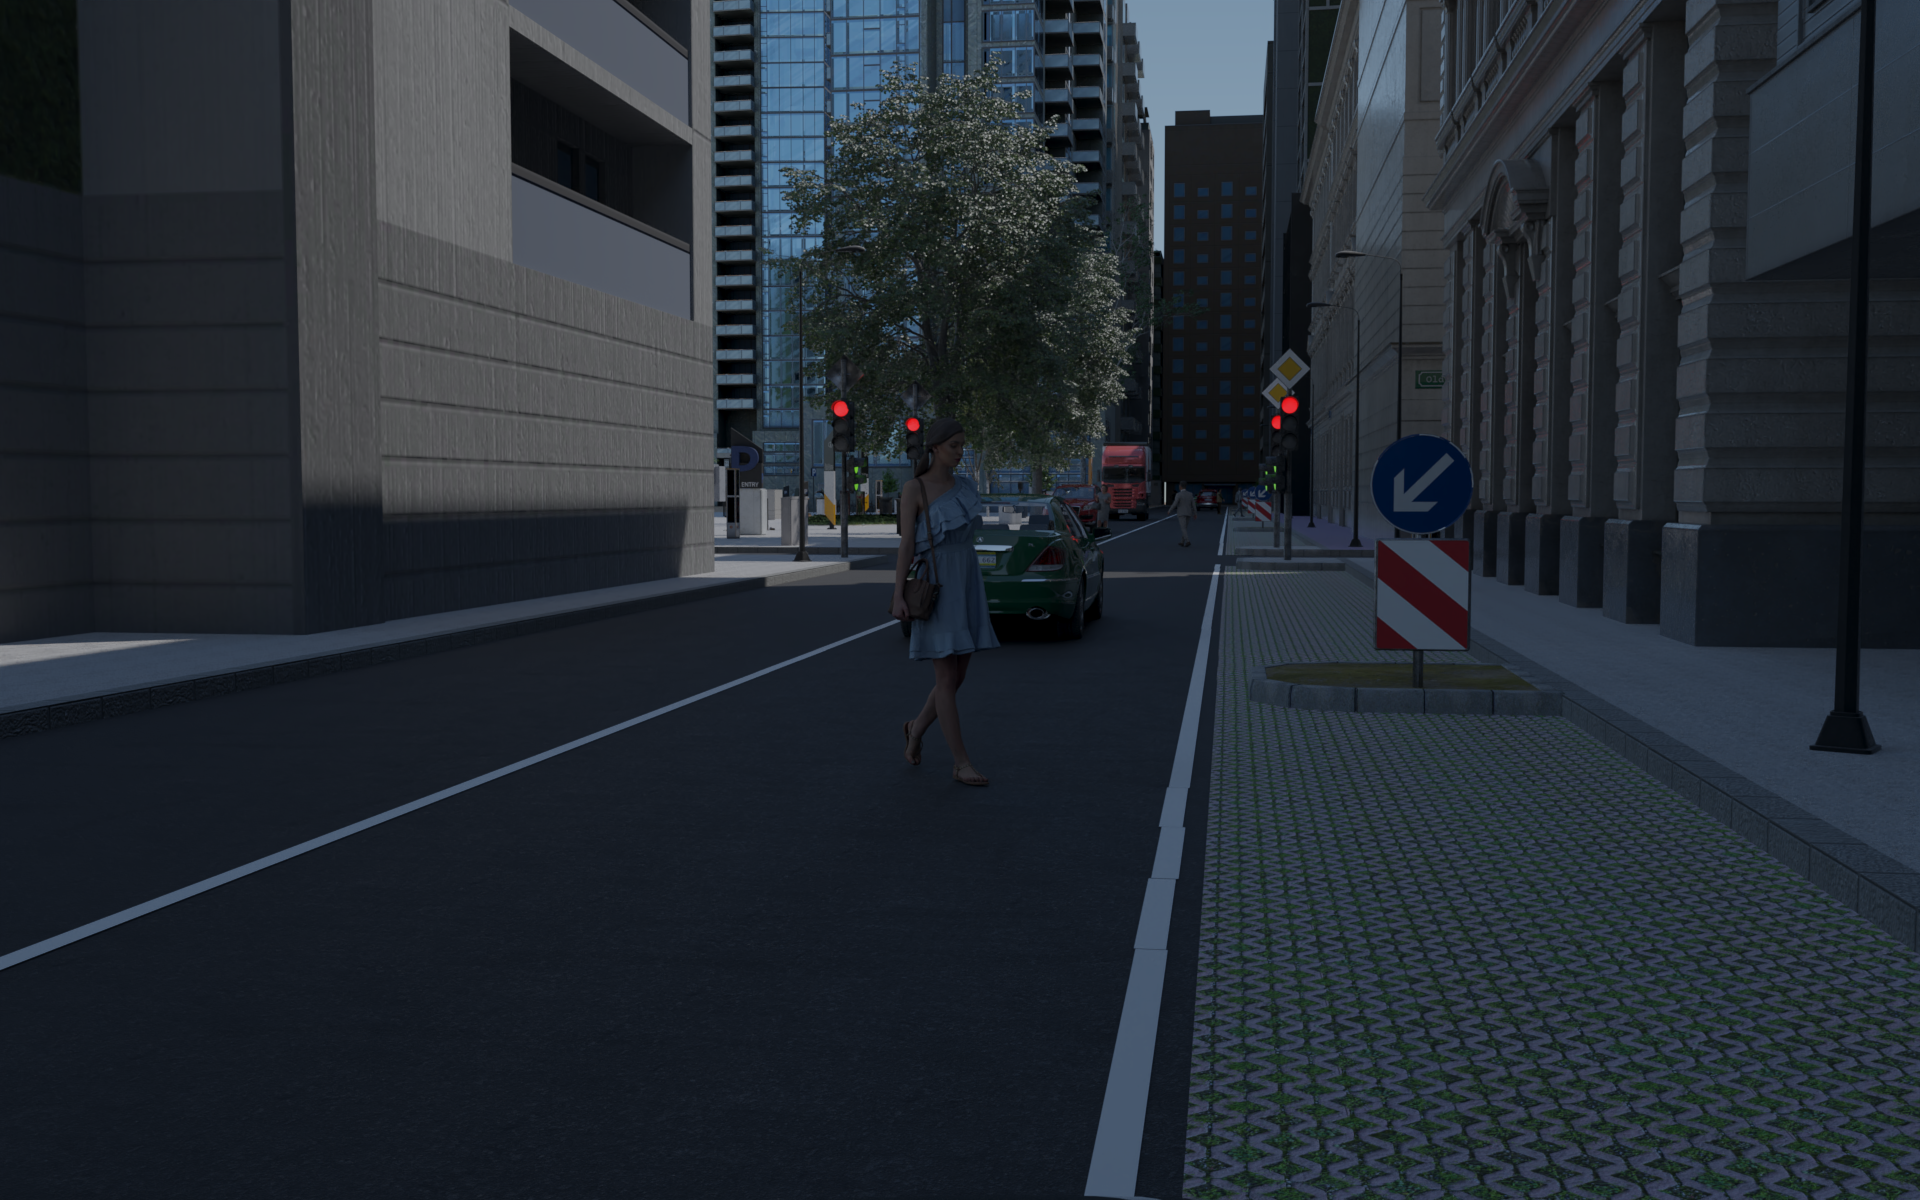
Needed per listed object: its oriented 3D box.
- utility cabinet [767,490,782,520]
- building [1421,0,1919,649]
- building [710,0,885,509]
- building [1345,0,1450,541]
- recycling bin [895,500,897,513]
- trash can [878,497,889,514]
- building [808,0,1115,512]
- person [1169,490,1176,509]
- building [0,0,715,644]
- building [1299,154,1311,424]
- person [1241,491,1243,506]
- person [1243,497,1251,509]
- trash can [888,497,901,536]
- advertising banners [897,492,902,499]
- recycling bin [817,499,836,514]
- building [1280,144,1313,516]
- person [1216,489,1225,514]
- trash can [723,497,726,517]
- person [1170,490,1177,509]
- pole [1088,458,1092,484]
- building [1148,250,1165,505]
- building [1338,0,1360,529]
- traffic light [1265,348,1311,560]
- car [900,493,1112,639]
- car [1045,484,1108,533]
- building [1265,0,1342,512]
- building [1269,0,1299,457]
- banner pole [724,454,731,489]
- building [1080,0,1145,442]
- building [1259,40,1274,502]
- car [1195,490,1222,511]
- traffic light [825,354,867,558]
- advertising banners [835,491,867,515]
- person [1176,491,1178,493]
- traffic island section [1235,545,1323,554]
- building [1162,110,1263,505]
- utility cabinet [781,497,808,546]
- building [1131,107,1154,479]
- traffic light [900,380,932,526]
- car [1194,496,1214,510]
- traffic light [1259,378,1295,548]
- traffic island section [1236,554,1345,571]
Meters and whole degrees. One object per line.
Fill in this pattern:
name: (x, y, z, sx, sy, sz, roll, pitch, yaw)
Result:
utility cabinet: (-9.518, -4.871, 88.324, 0.318, 1.500, 1.173, 2, 4, 28)
building: (12.330, -11.826, 22.230, 11.050, 23.489, 19.941, 1, 4, 9)
building: (-23.380, -53.413, 185.967, 31.000, 86.520, 22.319, 1, 4, 9)
building: (32.811, -16.419, 44.862, 44.131, 29.872, 17.030, 1, 4, 9)
recycling bin: (-3.284, -5.138, 96.554, 0.722, 1.027, 0.722, 0, 4, -2)
trash can: (-3.534, -4.332, 82.482, 0.748, 1.137, 0.748, 0, 3, 0)
building: (1.210, -50.137, 132.416, 22.319, 86.520, 31.000, 1, 4, 9)
person: (20.737, -9.762, 168.113, 0.705, 1.822, 1.348, 2, 4, 35)
building: (-18.572, -29.511, 24.511, 28.212, 58.520, 21.231, 1, 4, 9)
building: (23.570, -15.431, 88.455, 11.583, 22.565, 21.152, 1, 4, 9)
person: (26.945, -9.531, 165.051, 1.217, 1.743, 0.721, 3, 4, 38)
person: (24.374, -8.549, 148.285, 1.348, 1.824, 0.705, -3, 4, -39)
trash can: (-1.638, -2.522, 52.894, 0.748, 1.137, 0.748, 0, 3, 0)
advertising banners: (-3.198, -7.310, 115.709, 2.074, 3.025, 0.090, -1, 4, -13)
recycling bin: (-6.357, -4.274, 82.438, 0.722, 1.027, 0.722, -2, 4, -27)
building: (26.327, -16.942, 106.683, 12.332, 23.373, 15.834, 1, 4, 9)
person: (18.437, -6.993, 122.931, 0.705, 1.812, 1.348, -1, 4, -13)
trash can: (-12.695, -5.097, 94.984, 0.748, 1.137, 0.748, 0, 3, 0)
person: (20.423, -9.512, 164.037, 1.348, 1.821, 0.705, 2, 4, 33)
pole: (7.119, -6.165, 94.641, 0.158, 3.312, 0.155, 0, 3, 0)
building: (17.470, -26.650, 207.420, 14.107, 30.474, 14.160, 1, 4, 9)
building: (20.092, -14.136, 67.276, 11.583, 22.565, 21.152, 1, 4, 9)
traffic light: (6.344, -2.729, 33.533, 0.839, 4.253, 0.868, 1, 4, 9)
car: (0.533, -0.420, 18.659, 2.131, 1.459, 4.920, 1, 4, 9)
car: (4.355, -3.428, 64.717, 2.281, 1.827, 5.304, 1, 4, 11)
building: (33.530, -42.190, 128.057, 20.563, 71.187, 20.611, 1, 4, 9)
building: (38.123, -37.335, 152.431, 21.231, 58.520, 28.212, 1, 4, 9)
banner pole: (-14.521, -7.255, 108.639, 0.863, 3.779, 0.401, 3, 5, 43)
building: (5.821, -33.289, 163.883, 23.786, 49.044, 30.456, 1, 4, 9)
building: (41.849, -33.860, 177.316, 21.300, 48.544, 21.600, 1, 4, 9)
car: (21.100, -8.468, 147.117, 2.281, 1.827, 5.304, 1, 4, 8)
traffic light: (-2.315, -2.810, 34.862, 0.839, 4.253, 0.868, 1, 4, 9)
advertising banners: (-5.110, -4.967, 77.403, 2.074, 3.025, 0.090, 1, 4, 23)
person: (21.246, -9.875, 170.671, 0.721, 1.736, 1.217, 1, 4, 8)
traffic island section: (7.612, -1.177, 41.531, 2.009, 0.180, 2.903, 1, 4, 9)
building: (31.459, -33.927, 204.819, 14.200, 45.320, 14.600, 1, 4, 9)
utility cabinet: (-4.149, -1.971, 43.393, 0.306, 1.237, 1.020, 1, 4, 20)
building: (13.679, -30.733, 186.080, 14.086, 41.232, 14.154, 1, 4, 9)
traffic light: (-1.085, -3.292, 42.752, 0.839, 4.253, 0.868, 1, 4, 9)
car: (22.110, -9.078, 157.213, 1.959, 1.807, 4.718, 1, 4, 10)
traffic light: (7.574, -3.211, 41.423, 0.839, 4.253, 0.868, 1, 4, 9)
traffic island section: (6.382, -0.695, 33.641, 2.009, 0.180, 2.903, 1, 4, 9)
